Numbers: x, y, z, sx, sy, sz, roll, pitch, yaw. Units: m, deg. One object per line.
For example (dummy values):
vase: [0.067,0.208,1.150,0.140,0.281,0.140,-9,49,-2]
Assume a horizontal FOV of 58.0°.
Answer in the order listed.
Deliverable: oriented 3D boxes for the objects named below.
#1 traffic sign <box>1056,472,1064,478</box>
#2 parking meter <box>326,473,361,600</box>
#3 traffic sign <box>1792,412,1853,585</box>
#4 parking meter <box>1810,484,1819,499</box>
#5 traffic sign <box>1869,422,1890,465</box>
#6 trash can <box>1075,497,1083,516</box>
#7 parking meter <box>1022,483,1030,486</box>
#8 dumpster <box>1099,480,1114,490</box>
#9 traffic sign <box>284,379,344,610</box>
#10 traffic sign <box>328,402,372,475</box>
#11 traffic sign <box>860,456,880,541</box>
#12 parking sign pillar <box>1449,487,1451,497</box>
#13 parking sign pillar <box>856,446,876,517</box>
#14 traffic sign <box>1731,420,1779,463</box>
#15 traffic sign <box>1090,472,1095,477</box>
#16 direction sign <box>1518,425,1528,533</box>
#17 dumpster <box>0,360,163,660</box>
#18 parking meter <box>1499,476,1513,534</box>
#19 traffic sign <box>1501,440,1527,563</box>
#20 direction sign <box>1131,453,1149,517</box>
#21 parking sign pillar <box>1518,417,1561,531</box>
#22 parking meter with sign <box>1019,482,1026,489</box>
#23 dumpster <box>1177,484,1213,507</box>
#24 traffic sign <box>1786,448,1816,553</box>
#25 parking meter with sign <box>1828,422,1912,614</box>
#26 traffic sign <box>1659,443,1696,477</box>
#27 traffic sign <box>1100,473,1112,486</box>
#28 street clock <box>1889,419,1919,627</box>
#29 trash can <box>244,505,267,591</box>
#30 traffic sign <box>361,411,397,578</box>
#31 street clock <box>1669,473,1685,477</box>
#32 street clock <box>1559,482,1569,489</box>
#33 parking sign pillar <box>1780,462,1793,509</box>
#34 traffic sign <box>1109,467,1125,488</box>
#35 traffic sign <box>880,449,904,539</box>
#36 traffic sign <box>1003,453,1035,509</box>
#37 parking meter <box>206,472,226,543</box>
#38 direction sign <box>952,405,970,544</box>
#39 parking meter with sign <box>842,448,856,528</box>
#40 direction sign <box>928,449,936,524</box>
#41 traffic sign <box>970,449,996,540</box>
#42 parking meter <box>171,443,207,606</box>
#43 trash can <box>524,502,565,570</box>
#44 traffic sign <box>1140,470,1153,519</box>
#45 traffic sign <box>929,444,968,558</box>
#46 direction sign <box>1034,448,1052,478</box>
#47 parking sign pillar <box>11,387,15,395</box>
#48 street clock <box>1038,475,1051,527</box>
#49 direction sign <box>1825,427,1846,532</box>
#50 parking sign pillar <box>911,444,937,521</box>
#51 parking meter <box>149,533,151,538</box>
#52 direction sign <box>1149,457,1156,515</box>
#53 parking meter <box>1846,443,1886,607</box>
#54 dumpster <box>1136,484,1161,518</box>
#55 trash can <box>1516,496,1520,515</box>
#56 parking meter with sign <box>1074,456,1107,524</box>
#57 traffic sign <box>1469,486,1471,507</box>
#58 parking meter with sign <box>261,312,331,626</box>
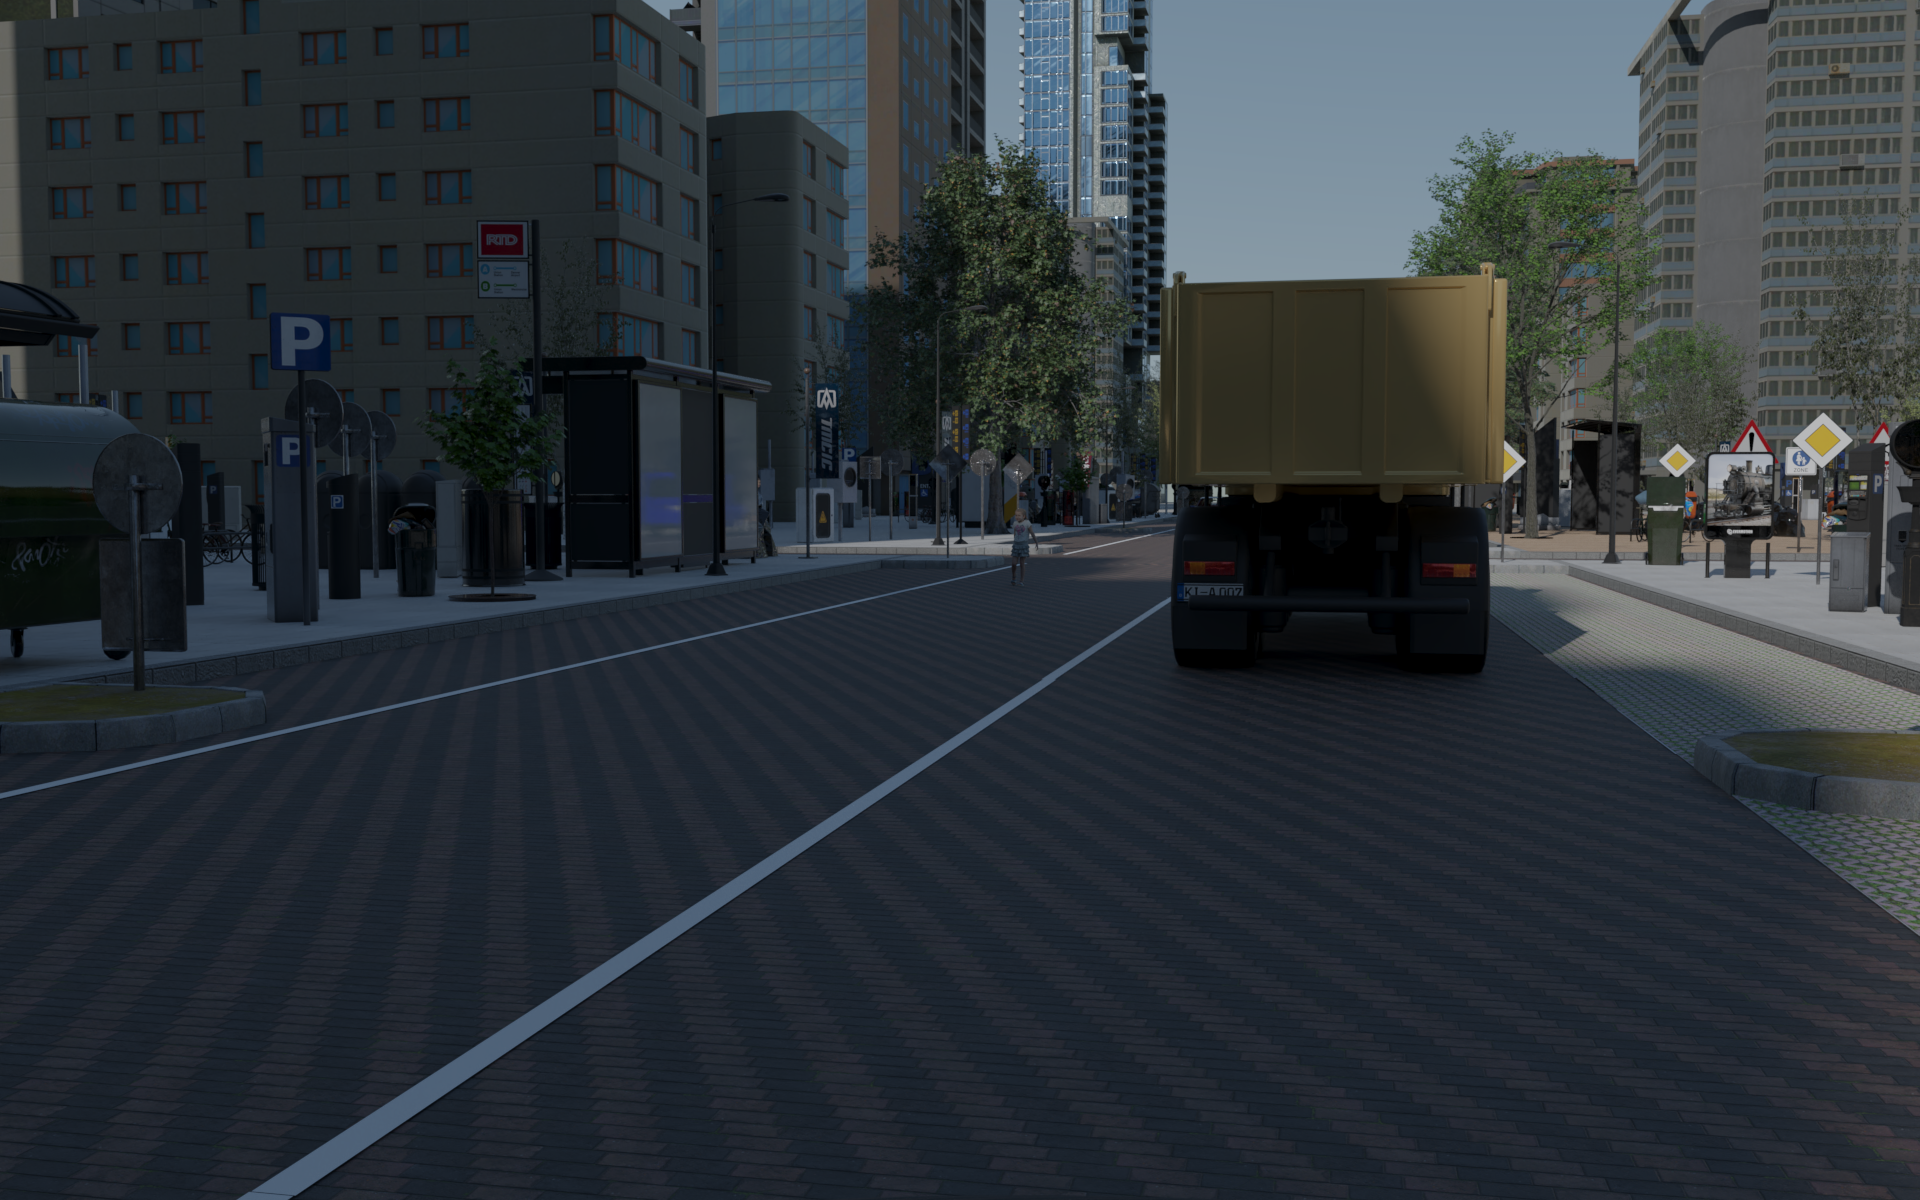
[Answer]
traffic sign: [4.571,-4.637,76.994,0.795,2.450,0.064,1,4,14]
parking meter: [-7.543,-0.782,21.196,0.372,1.533,0.369,0,3,0]
traffic sign: [12.159,-1.425,24.477,0.795,2.450,0.064,1,4,13]
parking meter: [49.481,-5.786,100.308,0.255,1.863,0.399,-2,4,-33]
traffic sign: [16.686,-1.919,31.383,0.884,2.594,0.081,1,4,17]
trash can: [7.056,-5.498,101.538,0.748,1.137,0.748,0,3,0]
parking meter: [3.527,-5.342,93.050,0.399,1.863,0.255,-2,4,-32]
dumpster: [8.833,-6.422,107.492,1.502,2.255,1.985,1,4,12]
traffic sign: [-7.153,-1.165,19.154,0.768,2.556,0.104,1,4,17]
traffic sign: [-8.479,-1.459,23.964,0.768,2.556,0.104,1,4,16]
traffic sign: [-2.440,-2.740,46.921,0.606,2.300,0.079,1,4,21]
parking sign pillar: [29.676,-7.139,105.197,1.447,3.967,1.447,0,4,-2]
parking sign pillar: [-5.422,-6.634,96.943,1.447,3.967,1.447,1,4,12]
traffic sign: [13.852,-1.858,30.374,0.884,2.594,0.081,1,4,18]
traffic sign: [7.394,-6.079,99.503,0.768,2.556,0.104,1,4,17]
direction sign: [18.548,-3.967,56.859,0.379,3.537,0.876,3,5,43]
dumpster: [-7.069,-0.620,12.628,1.502,2.255,1.985,1,4,12]
parking meter: [17.528,-3.053,55.620,0.255,1.863,0.399,-2,4,-31]
traffic sign: [10.167,-1.760,32.413,0.795,2.450,0.064,1,4,12]
direction sign: [9.890,-6.376,96.252,0.876,3.537,0.379,-1,4,-17]
parking sign pillar: [20.597,-4.465,61.481,1.447,3.967,1.447,-3,5,-39]
parking meter with sign: [4.023,-7.140,112.996,0.543,3.016,1.738,0,4,-5]
dumpster: [12.944,-5.530,95.365,1.985,2.255,1.502,1,4,10]
traffic sign: [18.387,-2.189,37.917,0.606,2.300,0.079,1,4,20]
parking meter with sign: [10.275,-1.357,18.453,1.738,3.016,0.543,2,4,33]
traffic sign: [16.353,-2.346,39.539,0.795,2.450,0.064,1,4,17]
traffic sign: [8.811,-6.380,104.420,0.768,2.556,0.104,1,4,14]
street clock: [9.231,-0.744,16.728,0.471,2.002,0.358,1,4,20]
trash can: [-9.151,-0.704,23.161,0.748,1.137,0.748,0,3,0]
traffic sign: [-8.942,-1.611,26.450,0.768,2.556,0.104,1,4,18]
street clock: [22.645,-3.071,54.780,0.358,2.002,0.471,-1,4,-20]
street clock: [36.255,-6.082,104.007,0.471,2.002,0.358,0,4,-5]
parking sign pillar: [50.671,-7.200,106.186,1.447,3.967,1.447,1,4,12]
traffic sign: [7.361,-4.961,81.223,0.768,2.556,0.104,1,4,15]
traffic sign: [-1.954,-2.985,48.907,0.768,2.556,0.104,1,4,19]
traffic sign: [1.429,-2.374,42.457,0.795,2.450,0.064,1,4,12]
parking meter: [-19.719,-2.458,45.892,0.399,1.863,0.255,1,4,8]
direction sign: [0.020,-3.199,44.299,0.379,3.537,0.876,-2,4,-29]
parking meter with sign: [-4.255,-4.278,66.213,0.543,3.016,1.738,0,4,-5]
direction sign: [-1.166,-4.967,73.208,0.379,3.537,0.876,0,4,4]
traffic sign: [0.633,-2.970,48.660,0.768,2.556,0.104,1,4,14]
parking meter: [-8.946,-0.876,20.041,0.255,1.863,0.399,-3,5,-39]
trash can: [-7.113,-1.096,29.571,0.748,1.137,0.748,0,3,0]
traffic sign: [9.719,-5.546,90.775,0.768,2.556,0.104,1,4,21]
traffic sign: [-0.239,-1.896,34.648,0.795,2.450,0.064,1,4,12]
direction sign: [4.039,-5.678,84.825,0.876,3.537,0.379,1,4,10]
parking sign pillar: [-20.683,-3.000,37.521,1.447,3.967,1.447,3,5,43]
street clock: [3.271,-3.840,67.358,0.471,2.002,0.358,-3,4,-36]
direction sign: [29.634,-4.079,58.687,0.876,3.537,0.379,-1,4,-22]
parking sign pillar: [-1.747,-5.839,83.938,1.447,3.967,1.447,0,4,-2]
parking meter: [-10.856,-1.052,22.909,0.255,1.863,0.399,-2,4,-26]
direction sign: [11.547,-6.955,105.706,0.876,3.537,0.379,-1,4,-21]
parking meter: [10.288,-0.855,19.695,0.399,1.863,0.255,-3,4,-36]
dumpster: [10.140,-5.356,93.337,1.264,1.857,1.865,1,4,12]
trash can: [34.150,-5.728,105.312,0.748,1.137,0.748,0,3,0]
parking meter with sign: [5.596,-4.740,73.768,0.543,3.016,1.738,3,5,41]
traffic sign: [11.835,-2.237,40.223,0.795,2.450,0.064,1,4,12]
parking meter with sign: [-6.772,-1.302,17.544,0.543,3.016,1.738,-2,4,-29]
